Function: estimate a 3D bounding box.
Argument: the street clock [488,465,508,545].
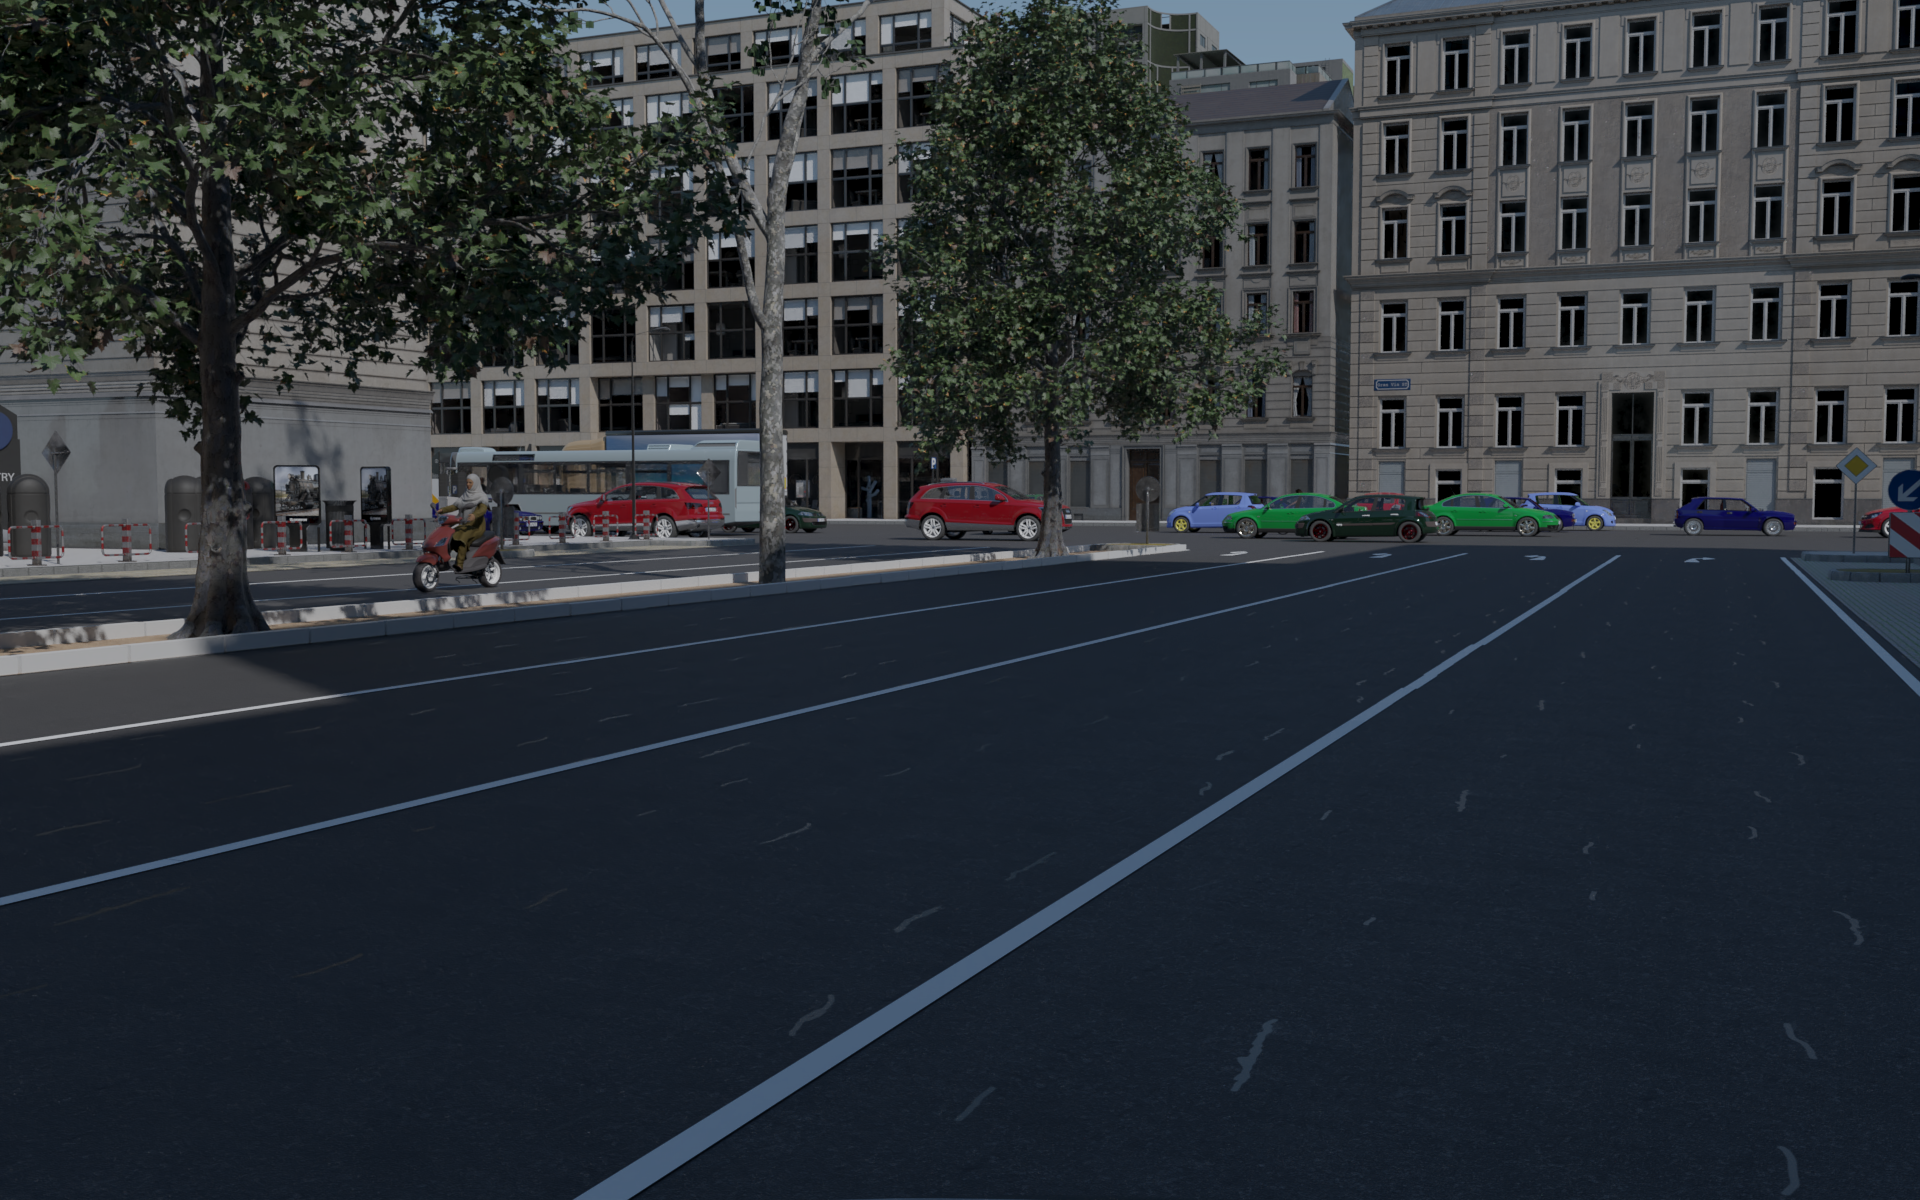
[{"bbox_3d":[-11.645,-2.395,43.723,0.471,2.002,0.358,2,4,25],"label":"street clock"}]

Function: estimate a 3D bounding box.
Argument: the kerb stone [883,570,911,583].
[{"bbox_3d":[-1.113,-0.378,28.385,0.120,0.150,1.000,2,4,23],"label":"kerb stone"}]

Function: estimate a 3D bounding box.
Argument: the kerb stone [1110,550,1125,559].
[{"bbox_3d":[3.430,-1.015,38.786,0.120,0.150,1.000,2,4,23],"label":"kerb stone"}]

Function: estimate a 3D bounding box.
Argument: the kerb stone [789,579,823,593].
[{"bbox_3d":[-2.353,-0.205,25.546,0.120,0.150,1.000,2,4,23],"label":"kerb stone"}]

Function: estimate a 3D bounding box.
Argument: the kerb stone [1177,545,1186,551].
[{"bbox_3d":[5.482,-1.303,43.503,0.120,0.150,1.000,2,4,23],"label":"kerb stone"}]

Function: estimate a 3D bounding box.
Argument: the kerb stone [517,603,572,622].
[{"bbox_3d":[-4.838,0.141,19.886,0.120,0.150,1.000,2,4,23],"label":"kerb stone"}]

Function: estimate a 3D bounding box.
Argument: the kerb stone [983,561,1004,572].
[{"bbox_3d":[0.529,-0.608,32.171,0.120,0.150,1.000,2,4,23],"label":"kerb stone"}]

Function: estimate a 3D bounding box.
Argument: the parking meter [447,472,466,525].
[{"bbox_3d":[-13.299,-2.462,45.970,0.399,1.863,0.255,3,5,42],"label":"parking meter"}]

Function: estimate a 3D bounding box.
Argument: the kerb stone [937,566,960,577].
[{"bbox_3d":[-0.291,-0.488,30.284,0.120,0.150,1.000,2,4,23],"label":"kerb stone"}]

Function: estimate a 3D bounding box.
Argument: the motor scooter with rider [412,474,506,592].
[{"bbox_3d":[-7.511,-1.038,25.939,0.876,1.779,1.986,2,4,24],"label":"motor scooter with rider"}]

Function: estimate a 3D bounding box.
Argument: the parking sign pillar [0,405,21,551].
[{"bbox_3d":[-22.108,-3.113,39.362,1.447,3.967,1.447,-3,4,-37],"label":"parking sign pillar"}]

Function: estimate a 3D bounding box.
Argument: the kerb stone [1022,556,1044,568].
[{"bbox_3d":[1.365,-0.726,34.064,0.120,0.150,1.000,2,4,23],"label":"kerb stone"}]

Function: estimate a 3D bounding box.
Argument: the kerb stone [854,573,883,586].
[{"bbox_3d":[-1.540,-0.321,27.443,0.120,0.150,1.000,2,4,23],"label":"kerb stone"}]

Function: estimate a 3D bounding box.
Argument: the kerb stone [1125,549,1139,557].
[{"bbox_3d":[3.840,-1.066,39.732,0.120,0.150,1.000,2,4,23],"label":"kerb stone"}]

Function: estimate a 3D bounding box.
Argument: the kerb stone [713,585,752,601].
[{"bbox_3d":[-3.179,-0.084,23.660,0.120,0.150,1.000,2,4,23],"label":"kerb stone"}]

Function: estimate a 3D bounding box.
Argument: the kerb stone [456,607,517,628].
[{"bbox_3d":[-5.243,0.199,18.942,0.120,0.150,1.000,2,4,23],"label":"kerb stone"}]

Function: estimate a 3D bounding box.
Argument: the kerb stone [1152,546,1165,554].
[{"bbox_3d":[4.660,-1.187,41.620,0.120,0.150,1.000,2,4,23],"label":"kerb stone"}]

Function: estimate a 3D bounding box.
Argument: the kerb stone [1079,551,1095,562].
[{"bbox_3d":[2.595,-0.897,36.897,0.120,0.150,1.000,2,4,23],"label":"kerb stone"}]

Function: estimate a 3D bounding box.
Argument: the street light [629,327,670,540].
[{"bbox_3d":[-8.714,-4.649,48.545,1.470,5.913,1.316,2,4,23],"label":"street light"}]

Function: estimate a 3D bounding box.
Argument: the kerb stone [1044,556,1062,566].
[{"bbox_3d":[1.780,-0.784,35.011,0.120,0.150,1.000,2,4,23],"label":"kerb stone"}]

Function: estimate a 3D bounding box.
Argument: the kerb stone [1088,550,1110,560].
[{"bbox_3d":[3.014,-0.957,37.846,0.120,0.150,1.000,2,4,23],"label":"kerb stone"}]

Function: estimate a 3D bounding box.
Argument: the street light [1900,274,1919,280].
[{"bbox_3d":[20.510,-3.911,36.487,1.470,5.913,1.316,2,4,23],"label":"street light"}]

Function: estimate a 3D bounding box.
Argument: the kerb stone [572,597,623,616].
[{"bbox_3d":[-4.418,0.091,20.825,0.120,0.150,1.000,2,4,23],"label":"kerb stone"}]

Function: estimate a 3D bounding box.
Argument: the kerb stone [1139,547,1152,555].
[{"bbox_3d":[4.245,-1.131,40.680,0.120,0.150,1.000,2,4,23],"label":"kerb stone"}]

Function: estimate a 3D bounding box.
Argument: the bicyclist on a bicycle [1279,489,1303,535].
[{"bbox_3d":[11.832,-3.106,60.811,1.625,1.676,1.499,2,4,23],"label":"bicyclist on a bicycle"}]

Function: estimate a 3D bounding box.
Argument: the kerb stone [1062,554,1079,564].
[{"bbox_3d":[2.183,-0.842,35.956,0.120,0.150,1.000,2,4,23],"label":"kerb stone"}]

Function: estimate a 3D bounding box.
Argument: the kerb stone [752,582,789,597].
[{"bbox_3d":[-2.768,-0.147,24.602,0.120,0.150,1.000,2,4,23],"label":"kerb stone"}]

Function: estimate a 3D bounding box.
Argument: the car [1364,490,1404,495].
[{"bbox_3d":[15.063,-3.190,61.194,2.155,1.783,4.494,2,4,24],"label":"car"}]

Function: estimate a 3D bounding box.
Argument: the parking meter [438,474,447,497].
[{"bbox_3d":[-14.875,-2.705,49.931,0.255,1.863,0.399,-1,4,-11],"label":"parking meter"}]

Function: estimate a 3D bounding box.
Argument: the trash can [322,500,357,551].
[{"bbox_3d":[-14.022,-1.682,39.160,0.748,1.137,0.748,0,3,0],"label":"trash can"}]

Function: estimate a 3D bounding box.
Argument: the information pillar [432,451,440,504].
[{"bbox_3d":[-28.373,-6.268,93.841,0.504,3.616,0.183,1,4,20],"label":"information pillar"}]

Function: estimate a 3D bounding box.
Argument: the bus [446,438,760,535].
[{"bbox_3d":[-13.097,-4.125,62.308,13.247,3.499,2.948,2,4,24],"label":"bus"}]

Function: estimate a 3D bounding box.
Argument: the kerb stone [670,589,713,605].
[{"bbox_3d":[-3.590,-0.032,22.718,0.120,0.150,1.000,2,4,23],"label":"kerb stone"}]

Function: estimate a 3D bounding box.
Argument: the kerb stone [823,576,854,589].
[{"bbox_3d":[-1.942,-0.257,26.498,0.120,0.150,1.000,2,4,23],"label":"kerb stone"}]

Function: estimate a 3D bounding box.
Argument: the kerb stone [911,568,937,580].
[{"bbox_3d":[-0.700,-0.436,29.332,0.120,0.150,1.000,2,4,23],"label":"kerb stone"}]

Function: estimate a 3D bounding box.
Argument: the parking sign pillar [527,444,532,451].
[{"bbox_3d":[-23.136,-6.344,92.196,1.447,3.967,1.447,0,4,0],"label":"parking sign pillar"}]

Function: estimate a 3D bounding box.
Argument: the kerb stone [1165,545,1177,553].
[{"bbox_3d":[5.074,-1.241,42.560,0.120,0.150,1.000,2,4,23],"label":"kerb stone"}]

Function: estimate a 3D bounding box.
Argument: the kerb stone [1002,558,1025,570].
[{"bbox_3d":[0.951,-0.667,33.107,0.120,0.150,1.000,2,4,23],"label":"kerb stone"}]

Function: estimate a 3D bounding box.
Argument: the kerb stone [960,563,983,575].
[{"bbox_3d":[0.122,-0.547,31.228,0.120,0.150,1.000,2,4,23],"label":"kerb stone"}]

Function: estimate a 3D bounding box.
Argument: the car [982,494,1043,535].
[{"bbox_3d":[2.245,-3.094,62.383,2.131,1.459,4.920,1,4,22],"label":"car"}]

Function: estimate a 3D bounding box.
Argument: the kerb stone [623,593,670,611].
[{"bbox_3d":[-4.003,0.026,21.764,0.120,0.150,1.000,2,4,23],"label":"kerb stone"}]
